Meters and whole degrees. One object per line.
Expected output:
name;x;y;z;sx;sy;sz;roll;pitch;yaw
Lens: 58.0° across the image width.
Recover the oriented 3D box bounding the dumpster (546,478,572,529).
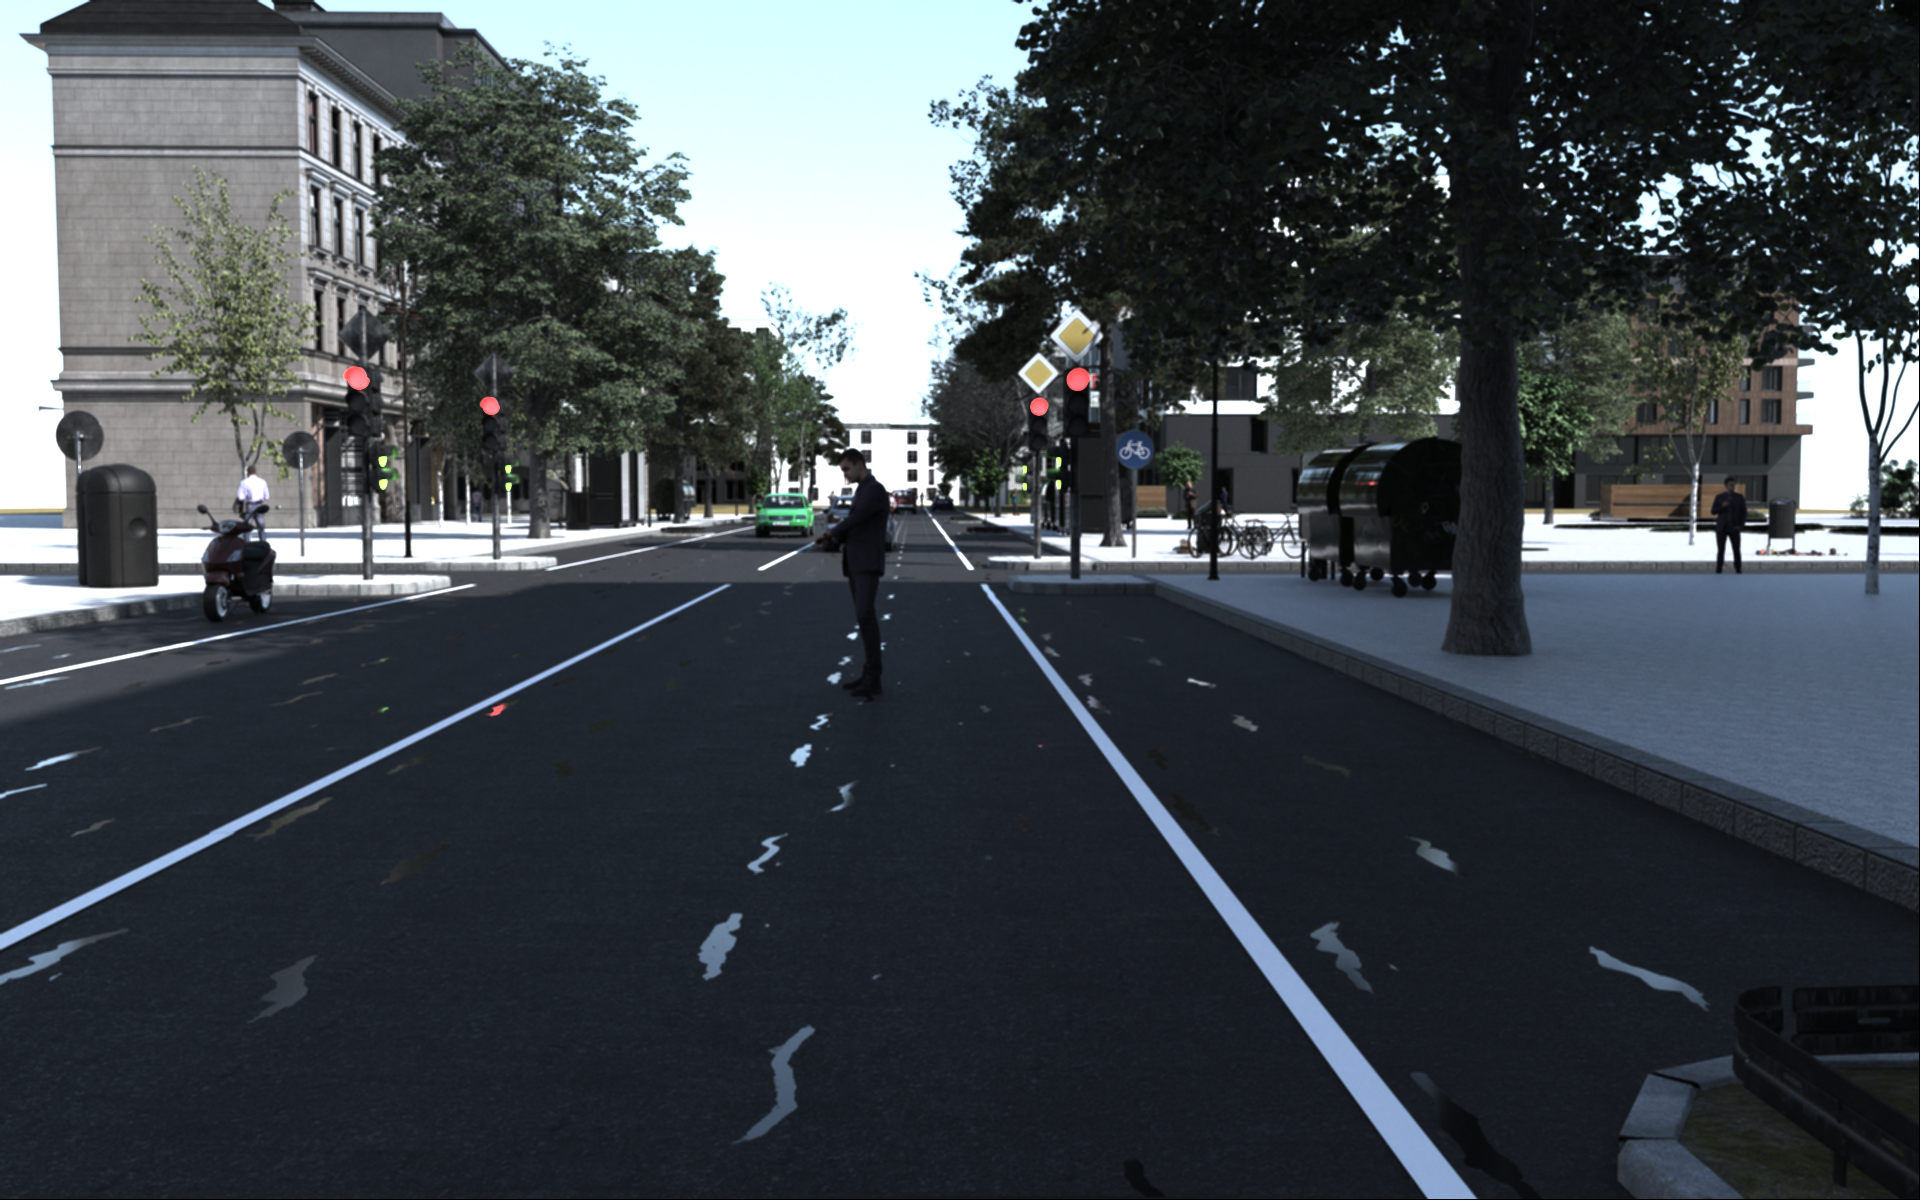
dumpster;-15.064;-3.546;63.730;1.264;1.857;1.865;0;4;-1

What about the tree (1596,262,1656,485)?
tree;18.321;-5.684;43.303;4.737;8.622;4.395;0;3;0

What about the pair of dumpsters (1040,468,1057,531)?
pair of dumpsters;3.653;-3.649;62.159;1.574;2.255;4.436;0;4;-1

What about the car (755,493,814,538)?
car;-5.900;-3.041;58.524;1.959;1.807;4.718;0;4;-2

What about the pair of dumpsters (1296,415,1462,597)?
pair of dumpsters;5.806;-1.281;23.437;1.574;2.255;4.436;0;4;-1

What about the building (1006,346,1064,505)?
building;21.259;-21.178;212.714;31.486;18.905;16.747;0;4;-2

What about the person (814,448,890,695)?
person;-0.787;-0.222;12.582;0.568;1.767;0.683;-1;4;-21

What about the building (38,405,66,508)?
building;-73.300;-13.874;168.989;28.070;9.664;9.099;0;4;-2

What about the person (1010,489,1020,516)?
person;3.298;-5.838;103.367;0.662;1.594;0.647;0;4;5

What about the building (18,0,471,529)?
building;-28.273;-13.028;63.912;10.553;20.767;40.483;0;4;-2

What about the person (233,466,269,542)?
person;-13.914;-1.720;34.033;0.709;1.838;0.599;-3;4;-37

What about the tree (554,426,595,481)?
tree;-21.382;-8.976;97.124;4.360;8.622;3.978;0;3;0

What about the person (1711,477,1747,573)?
person;12.786;-1.187;28.823;0.541;1.710;0.530;3;4;37

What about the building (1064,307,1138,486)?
building;19.529;-17.902;159.156;16.747;18.905;31.486;0;4;-2

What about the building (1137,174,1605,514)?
building;26.660;-17.307;126.938;27.936;21.610;32.646;0;4;-2

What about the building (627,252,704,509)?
building;-42.053;-19.315;159.780;32.646;21.610;27.936;0;4;-2

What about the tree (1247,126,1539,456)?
tree;13.060;-8.309;53.987;7.486;12.596;7.792;0;3;0

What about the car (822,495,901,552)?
car;-2.539;-1.977;44.330;2.014;1.417;4.499;0;4;0

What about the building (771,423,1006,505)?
building;-8.400;-16.270;208.159;28.070;9.664;9.099;0;4;-2

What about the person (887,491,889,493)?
person;-7.016;-9.749;168.826;0.436;1.711;0.756;-2;4;-24

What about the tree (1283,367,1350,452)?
tree;20.136;-9.106;99.242;4.360;8.622;3.978;0;3;0

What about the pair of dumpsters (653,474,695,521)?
pair of dumpsters;-13.740;-4.931;83.111;1.574;2.255;4.436;0;4;-2

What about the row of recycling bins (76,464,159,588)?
row of recycling bins;-12.231;-1.098;25.058;1.069;1.692;3.534;-2;4;-28

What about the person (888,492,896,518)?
person;-2.845;-3.672;70.997;0.523;1.526;0.387;1;4;12

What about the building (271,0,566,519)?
building;-31.108;-18.503;96.036;14.314;27.812;24.014;0;4;-2

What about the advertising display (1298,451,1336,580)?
advertising display;5.427;-1.284;26.206;0.123;1.923;0.974;-1;4;-20

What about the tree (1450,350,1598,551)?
tree;12.765;-3.418;39.592;4.285;4.588;4.351;0;3;0

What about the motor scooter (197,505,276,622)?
motor scooter;-8.412;-0.455;20.222;0.815;1.314;1.986;0;4;-3

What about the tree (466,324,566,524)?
tree;-19.348;-7.505;73.076;4.737;8.622;4.395;0;3;0

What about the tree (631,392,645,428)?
tree;-21.067;-9.543;106.383;4.737;8.622;4.395;0;3;0

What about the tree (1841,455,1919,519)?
tree;53.714;-11.175;84.526;18.604;14.587;13.155;2;4;24

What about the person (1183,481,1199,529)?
person;8.359;-3.422;62.680;0.565;1.739;0.600;0;4;1

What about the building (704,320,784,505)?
building;-39.006;-22.797;216.702;32.646;21.610;27.936;0;4;-2

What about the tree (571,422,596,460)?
tree;-20.804;-8.611;91.155;4.737;8.622;4.395;0;3;0

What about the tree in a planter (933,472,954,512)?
tree in a planter;-1.172;-8.505;136.277;1.991;3.239;1.994;0;4;-2

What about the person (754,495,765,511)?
person;-15.626;-7.870;134.730;0.705;1.822;1.348;2;4;33

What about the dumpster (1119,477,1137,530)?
dumpster;5.562;-3.391;61.198;1.264;1.857;1.865;0;4;-2

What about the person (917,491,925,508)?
person;-4.126;-10.727;184.717;0.721;1.723;1.217;-3;5;-40

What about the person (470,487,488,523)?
person;-21.619;-4.256;77.581;0.963;1.587;0.435;-1;4;-20

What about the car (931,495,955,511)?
car;-1.405;-7.943;142.440;1.945;1.354;3.894;0;4;-2

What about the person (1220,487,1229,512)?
person;16.020;-6.023;105.229;0.504;1.737;0.576;2;4;30

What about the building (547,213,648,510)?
building;-33.224;-15.769;124.284;16.747;18.905;31.486;0;4;-2

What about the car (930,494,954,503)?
car;-1.535;-8.374;146.695;2.009;1.686;4.222;0;4;-1

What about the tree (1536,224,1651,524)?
tree;25.398;-9.485;73.207;7.486;12.596;7.792;0;3;0

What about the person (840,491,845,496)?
person;-10.344;-8.870;154.234;1.217;1.735;0.721;-2;4;-35

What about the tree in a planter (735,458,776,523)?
tree in a planter;-10.167;-5.462;86.524;1.991;3.239;1.994;0;4;-2

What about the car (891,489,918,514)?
car;-4.153;-7.099;124.746;2.281;1.827;5.304;0;4;-2

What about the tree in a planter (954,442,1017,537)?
tree in a planter;0.887;-3.777;58.978;1.991;3.239;1.994;0;4;-2

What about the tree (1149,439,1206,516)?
tree;12.904;-7.270;102.575;4.285;4.588;4.351;0;3;0

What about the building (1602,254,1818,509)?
building;56.525;-19.430;161.655;32.646;21.610;27.936;0;4;-2
